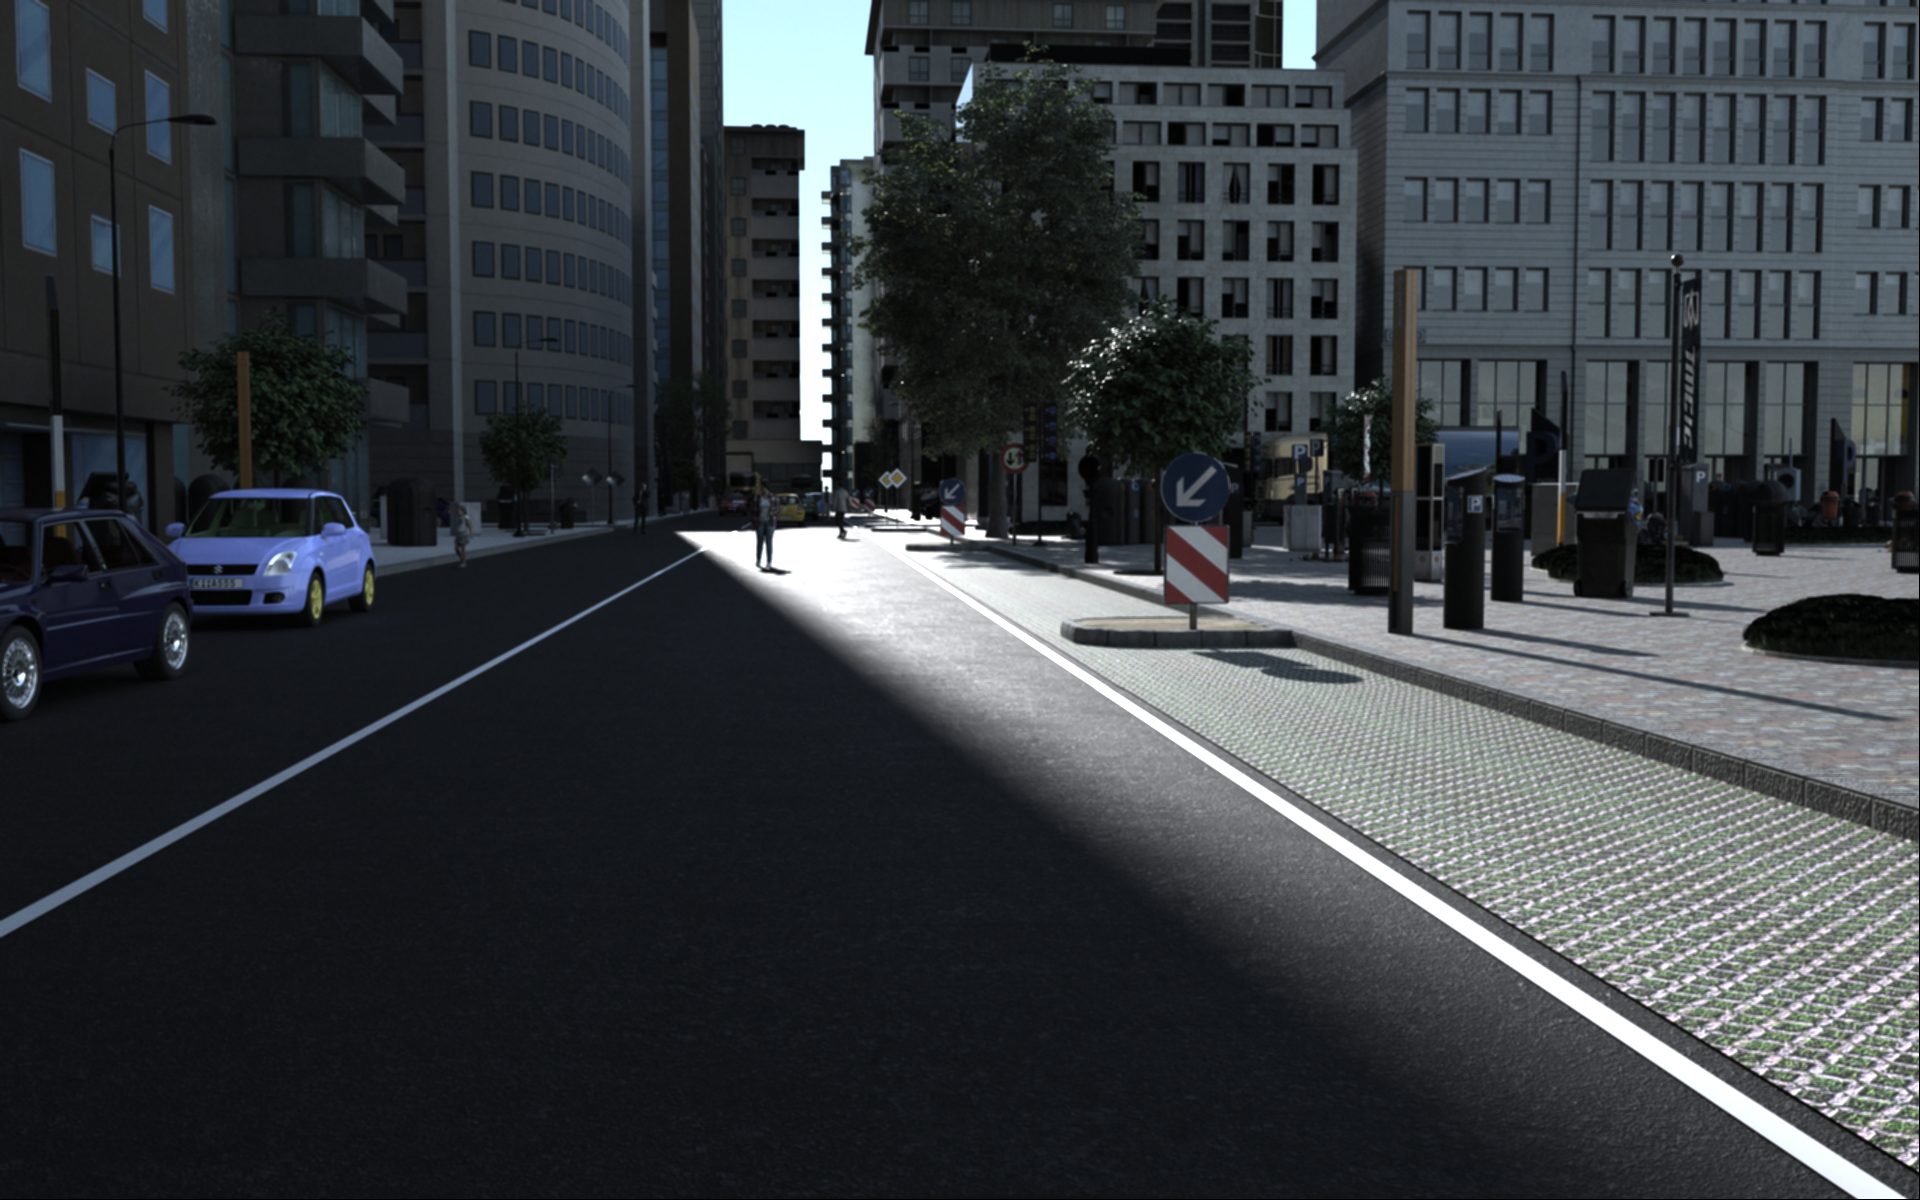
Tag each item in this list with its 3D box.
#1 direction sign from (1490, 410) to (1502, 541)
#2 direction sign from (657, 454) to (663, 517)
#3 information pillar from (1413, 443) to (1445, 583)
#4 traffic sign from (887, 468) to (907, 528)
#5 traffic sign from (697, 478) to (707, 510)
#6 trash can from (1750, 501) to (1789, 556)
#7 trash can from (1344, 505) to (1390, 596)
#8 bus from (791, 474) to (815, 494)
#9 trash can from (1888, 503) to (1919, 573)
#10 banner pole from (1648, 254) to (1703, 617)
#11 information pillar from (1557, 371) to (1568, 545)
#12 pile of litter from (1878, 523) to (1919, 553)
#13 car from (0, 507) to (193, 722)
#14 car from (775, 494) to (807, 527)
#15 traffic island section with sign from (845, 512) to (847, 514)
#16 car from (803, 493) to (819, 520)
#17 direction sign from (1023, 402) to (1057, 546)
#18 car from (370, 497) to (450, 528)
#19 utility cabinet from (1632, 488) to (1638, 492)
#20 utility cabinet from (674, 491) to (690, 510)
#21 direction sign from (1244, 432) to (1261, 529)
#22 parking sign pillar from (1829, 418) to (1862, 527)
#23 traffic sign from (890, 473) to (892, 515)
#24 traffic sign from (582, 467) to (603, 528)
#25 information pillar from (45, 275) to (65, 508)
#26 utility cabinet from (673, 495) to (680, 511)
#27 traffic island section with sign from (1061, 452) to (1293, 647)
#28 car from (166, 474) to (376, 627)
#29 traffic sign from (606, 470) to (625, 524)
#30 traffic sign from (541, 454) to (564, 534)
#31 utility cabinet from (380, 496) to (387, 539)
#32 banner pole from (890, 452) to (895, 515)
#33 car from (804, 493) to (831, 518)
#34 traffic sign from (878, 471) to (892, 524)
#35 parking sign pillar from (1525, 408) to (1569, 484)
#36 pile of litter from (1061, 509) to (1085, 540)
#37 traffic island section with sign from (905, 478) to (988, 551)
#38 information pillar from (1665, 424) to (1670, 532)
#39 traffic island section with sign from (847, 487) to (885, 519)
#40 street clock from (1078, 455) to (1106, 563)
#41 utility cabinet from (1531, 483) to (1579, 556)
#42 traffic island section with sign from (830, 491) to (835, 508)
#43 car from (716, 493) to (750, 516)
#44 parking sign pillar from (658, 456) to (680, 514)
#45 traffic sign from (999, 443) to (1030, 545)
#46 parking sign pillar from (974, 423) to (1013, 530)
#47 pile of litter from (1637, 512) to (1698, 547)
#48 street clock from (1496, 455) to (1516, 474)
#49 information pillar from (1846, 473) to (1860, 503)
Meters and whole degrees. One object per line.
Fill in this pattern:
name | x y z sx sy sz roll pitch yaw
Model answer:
direction sign | 14.618 -3.368 47.057 0.379 3.537 0.876 1 4 11
direction sign | -16.981 -6.481 97.965 0.379 3.537 0.876 0 4 -1
information pillar | 6.836 -1.270 25.252 0.304 2.012 0.304 -3 5 -41
traffic sign | -2.411 -3.836 66.366 0.795 2.450 0.064 0 4 -5
traffic sign | -20.334 -8.353 136.682 0.768 2.556 0.104 0 4 -4
trash can | 16.876 -1.498 36.138 0.748 1.137 0.748 0 3 0
trash can | 5.250 -0.633 22.003 0.748 1.137 0.748 0 3 0
bus | -19.137 -13.386 210.404 2.896 3.916 12.252 0 4 -4
trash can | 15.513 -1.011 28.186 0.748 1.137 0.748 0 3 0
banner pole | 7.486 -1.709 17.955 0.401 3.779 0.863 0 4 1
information pillar | 11.382 -2.530 32.720 0.183 3.616 0.504 1 4 14
pile of litter | 21.158 -1.501 38.506 1.719 0.858 1.176 -1 4 -9
car | -6.848 0.031 12.072 1.945 1.354 3.894 0 4 -3
car | -7.762 -4.065 76.694 2.015 1.641 3.980 0 4 -6
traffic island section with sign | -7.787 -7.231 126.856 1.989 1.847 2.006 0 4 -5
car | -8.736 -5.295 95.372 1.959 1.807 4.718 0 4 -5
direction sign | 1.972 -3.102 42.719 0.876 3.537 0.379 -1 4 -20
car | -22.271 -3.490 69.640 3.894 1.354 1.945 0 4 -7
utility cabinet | 24.869 -3.459 65.230 1.173 1.500 0.318 3 5 44
utility cabinet | -21.493 -7.655 133.832 1.173 1.500 0.318 -2 4 -29
direction sign | 10.623 -4.344 63.021 0.876 3.537 0.379 -3 5 -40
parking sign pillar | 31.593 -4.497 61.994 1.447 3.967 1.447 -3 5 -42
traffic sign | -4.214 -6.450 105.559 0.768 2.556 0.104 0 4 -5
traffic sign | -13.861 -3.775 65.366 0.795 2.450 0.064 0 4 -5
information pillar | -9.612 -1.656 18.432 0.183 3.616 0.504 -2 4 -32
utility cabinet | -19.549 -6.520 117.767 1.020 1.237 0.306 -3 5 -44
traffic island section with sign | 2.040 -0.514 17.038 1.989 1.847 2.006 0 4 -5
car | -7.893 -0.621 19.743 1.945 1.707 3.694 0 4 -6
traffic sign | -14.573 -4.262 73.319 0.795 2.450 0.064 0 4 -5
traffic sign | -13.105 -3.395 55.611 0.768 2.556 0.104 0 4 -3
utility cabinet | -15.962 -2.333 49.299 1.020 1.237 0.306 -1 4 -13
banner pole | -4.041 -6.946 103.580 0.401 3.779 0.863 1 4 15
car | -8.816 -5.892 105.920 1.945 1.707 3.694 0 4 -5
traffic sign | -3.122 -4.323 74.319 0.795 2.450 0.064 0 4 -5
parking sign pillar | 18.125 -3.979 53.536 1.447 3.967 1.447 -2 4 -35
pile of litter | 3.474 -2.173 49.499 1.176 0.858 1.719 0 4 3
traffic island section with sign | -0.368 -2.156 43.886 1.989 1.847 2.006 0 4 -5
information pillar | 23.879 -4.084 58.132 0.183 3.616 0.504 0 4 2
traffic island section with sign | -5.365 -5.574 99.757 1.989 1.847 2.006 0 4 -5
street clock | 2.449 -1.690 32.199 0.471 2.002 0.358 3 4 37
utility cabinet | 11.949 -1.585 34.598 0.318 1.500 1.173 -2 4 -26
traffic island section with sign | -12.173 -10.222 175.750 1.989 1.847 2.006 0 4 -5
car | -14.926 -6.413 113.896 2.155 1.783 4.494 0 4 -7
parking sign pillar | -18.811 -7.544 111.814 1.447 3.967 1.447 0 4 -2
traffic sign | 1.361 -2.636 43.208 0.768 2.556 0.104 0 4 -3
parking sign pillar | 1.242 -4.515 62.285 1.447 3.967 1.447 3 5 42
pile of litter | 16.894 -1.685 41.520 1.719 0.858 1.176 0 4 -2
street clock | 10.020 -1.667 31.828 0.358 2.002 0.471 0 4 0
information pillar | 30.935 -3.397 60.038 0.304 2.012 0.304 -3 4 -37
